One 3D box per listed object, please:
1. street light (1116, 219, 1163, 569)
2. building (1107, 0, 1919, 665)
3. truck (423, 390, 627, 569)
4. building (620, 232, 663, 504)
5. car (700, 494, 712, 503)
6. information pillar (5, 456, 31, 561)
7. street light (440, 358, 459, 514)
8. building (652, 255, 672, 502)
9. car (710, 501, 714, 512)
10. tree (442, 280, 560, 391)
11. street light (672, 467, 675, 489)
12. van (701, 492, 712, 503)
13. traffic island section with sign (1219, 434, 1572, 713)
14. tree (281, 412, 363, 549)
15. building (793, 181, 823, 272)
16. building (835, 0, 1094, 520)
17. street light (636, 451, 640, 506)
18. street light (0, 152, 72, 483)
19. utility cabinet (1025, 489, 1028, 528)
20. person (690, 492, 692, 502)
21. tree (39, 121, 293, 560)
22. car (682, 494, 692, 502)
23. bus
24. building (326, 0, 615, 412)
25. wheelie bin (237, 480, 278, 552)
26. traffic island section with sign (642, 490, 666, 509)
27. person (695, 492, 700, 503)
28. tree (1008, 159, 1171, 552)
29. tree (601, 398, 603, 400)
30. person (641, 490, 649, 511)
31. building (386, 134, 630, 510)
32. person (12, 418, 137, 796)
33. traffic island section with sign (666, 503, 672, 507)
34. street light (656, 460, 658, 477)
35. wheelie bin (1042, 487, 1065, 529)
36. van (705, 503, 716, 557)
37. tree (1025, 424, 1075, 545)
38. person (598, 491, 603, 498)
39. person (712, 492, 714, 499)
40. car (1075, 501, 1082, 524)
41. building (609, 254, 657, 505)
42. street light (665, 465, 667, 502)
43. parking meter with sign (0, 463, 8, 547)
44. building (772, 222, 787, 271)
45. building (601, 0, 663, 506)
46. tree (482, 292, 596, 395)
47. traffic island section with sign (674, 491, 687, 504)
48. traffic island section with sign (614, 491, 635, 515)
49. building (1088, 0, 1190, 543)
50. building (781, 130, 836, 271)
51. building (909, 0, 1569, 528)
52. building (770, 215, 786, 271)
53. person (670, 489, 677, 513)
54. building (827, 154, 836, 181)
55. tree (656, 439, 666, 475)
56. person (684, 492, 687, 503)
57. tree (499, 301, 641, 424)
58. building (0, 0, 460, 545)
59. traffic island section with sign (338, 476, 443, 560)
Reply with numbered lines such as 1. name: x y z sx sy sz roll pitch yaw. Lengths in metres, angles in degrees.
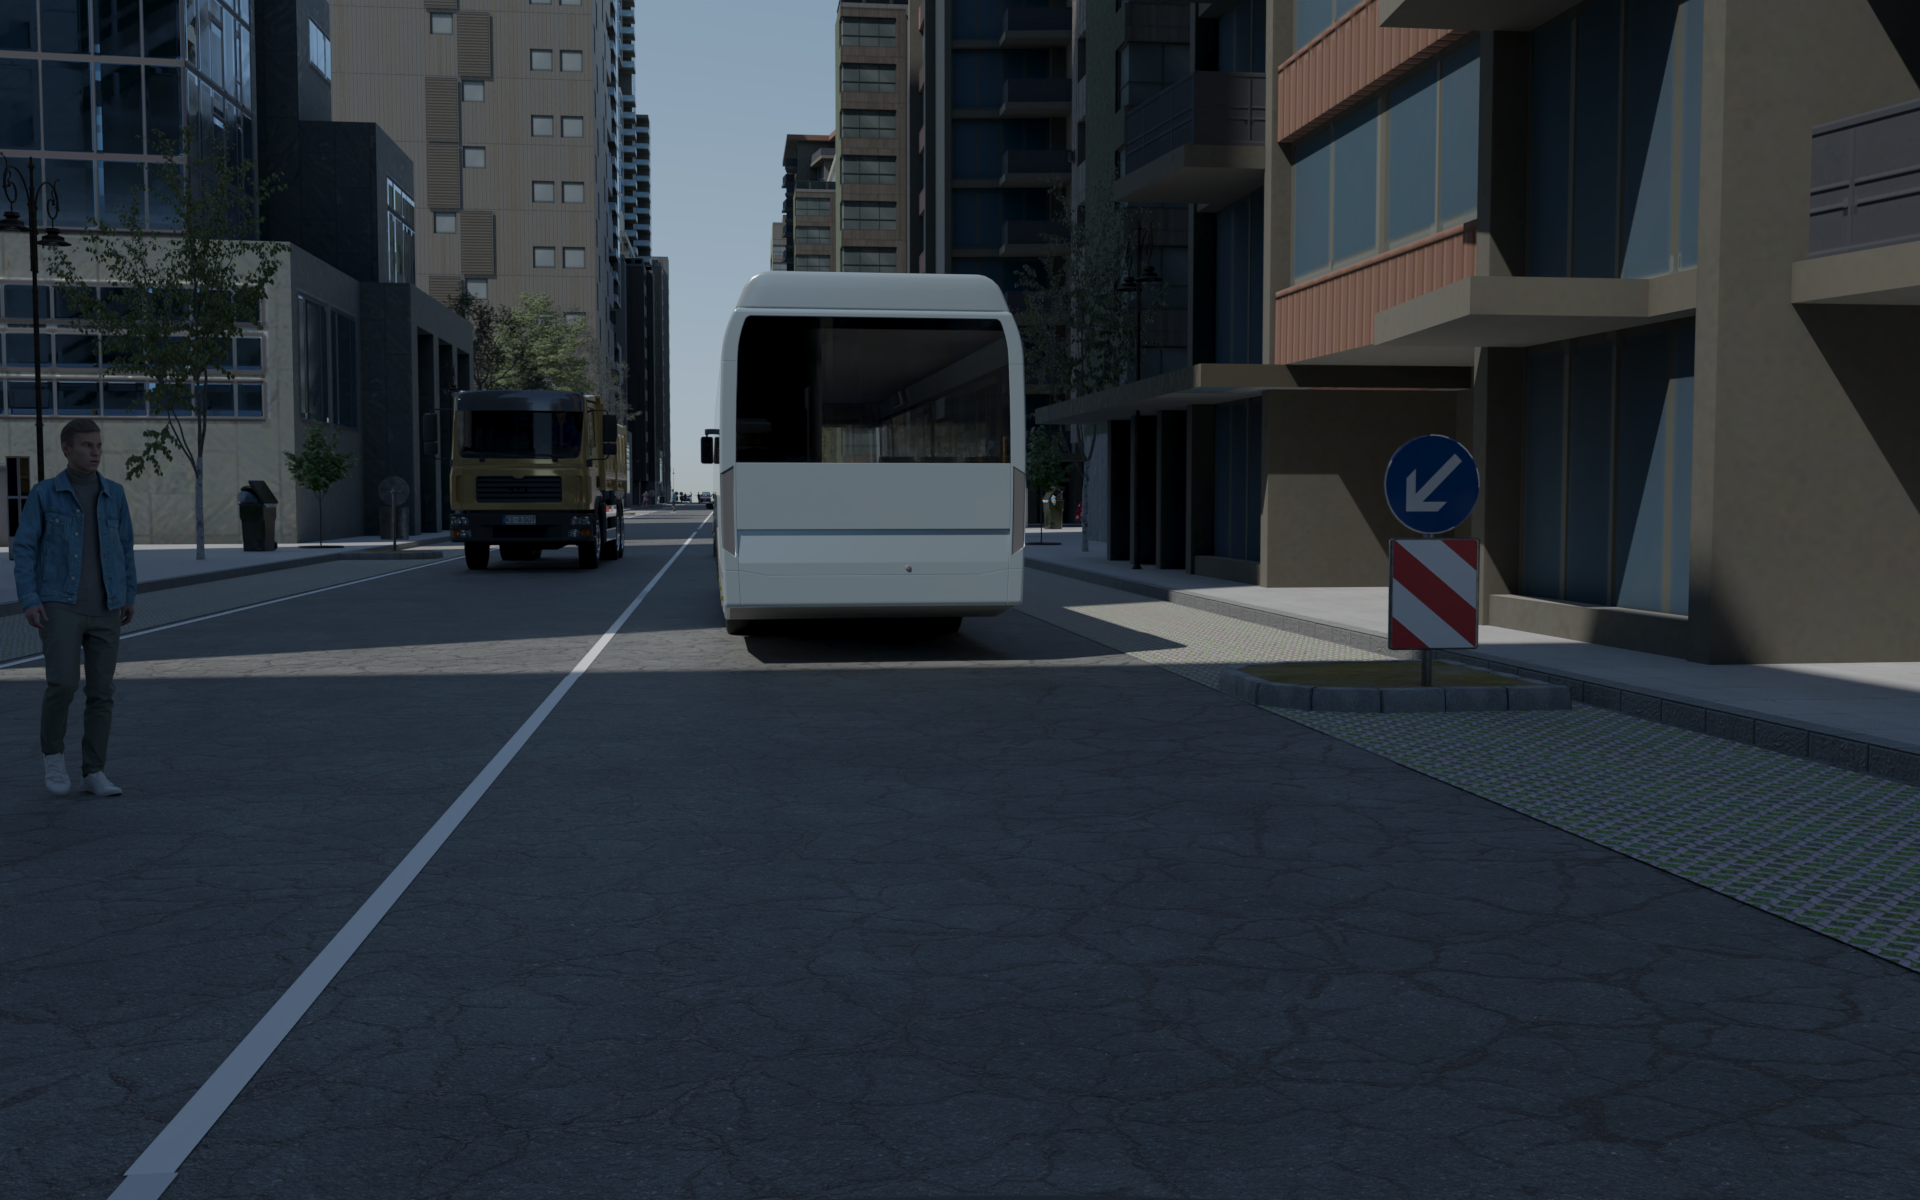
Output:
1. street light: 3.022 -3.463 29.402 0.468 5.910 1.993 0 4 -8
2. building: 14.048 -22.416 21.130 22.147 44.769 28.867 0 4 -8
3. truck: -8.428 -2.406 35.260 3.469 3.379 9.791 0 4 -7
4. building: -57.611 -33.399 237.948 32.217 40.220 23.993 0 4 -8
5. car: -39.748 -15.944 269.719 2.155 1.783 4.494 0 4 -8
6. information pillar: -18.195 -1.774 33.498 0.304 2.012 0.304 1 4 14
7. street light: -17.339 -5.275 59.040 0.468 5.910 1.993 0 4 -8
8. building: -55.719 -37.033 289.081 14.154 41.232 14.086 0 4 -8
9. car: -10.562 -4.313 80.110 1.945 1.707 3.694 -1 4 -9
10. tree: -21.004 -8.682 76.356 7.601 10.594 8.767 0 4 -2
11. street light: -49.636 -20.027 300.229 0.468 5.910 1.993 0 4 -8
12. van: -41.340 -16.819 282.001 2.013 2.044 4.112 -1 4 -9
13. traffic island section with sign: 2.922 -0.220 12.227 1.989 1.847 2.006 0 4 -8
14. tree: -15.349 -2.849 41.184 1.663 3.219 1.824 0 3 0
15. building: -8.628 -23.924 162.853 14.160 30.474 14.107 0 4 -8
16. building: -0.574 -20.345 104.343 14.160 30.474 14.107 0 4 -8
17. street light: -33.852 -12.802 182.102 0.468 5.910 1.993 0 4 -8
18. street light: -12.719 -3.125 23.886 0.468 5.910 1.993 0 4 -8
19. utility cabinet: 1.932 -3.438 64.895 1.173 1.500 0.318 1 4 17
20. person: -46.934 -17.928 301.482 0.599 1.838 0.709 0 4 7
21. tree: -15.128 -5.099 33.738 4.737 8.622 4.395 0 3 0
22. car: -46.731 -17.320 295.181 2.014 1.417 4.499 0 4 -8
23. bus: -1.667 -1.598 20.979 2.948 3.499 13.247 -1 4 -8
24. building: -45.603 -34.661 155.944 28.713 52.752 27.495 0 4 -8
25. wheelie bin: -15.766 -1.891 38.828 0.693 1.594 0.980 0 4 8
26. traffic island section with sign: -30.183 -9.870 170.007 1.989 1.847 2.006 0 4 -8
27. person: -40.060 -15.621 264.433 0.750 1.759 0.617 -2 4 -35
28. tree: 2.772 -5.401 38.665 4.360 8.622 3.978 0 3 0
29. tree: -27.493 -11.017 130.497 4.360 8.622 3.978 0 3 0
30. person: -27.252 -8.623 149.933 0.683 1.767 0.568 -1 4 -17
31. building: -46.405 -53.308 184.259 22.319 86.520 31.000 0 4 -8
32. person: -4.176 0.039 8.207 0.444 1.785 0.601 3 5 43
33. traffic island section with sign: -33.792 -11.514 196.888 1.989 1.847 2.006 0 4 -8
34. street light: -40.277 -15.722 229.843 0.468 5.910 1.993 0 4 -8
35. wheelie bin: 3.398 -3.371 63.028 0.693 1.594 0.980 -1 4 -18
36. van: -4.983 -2.065 40.776 2.013 2.044 4.112 0 4 -8
37. tree: 2.183 -3.015 43.900 1.663 3.219 1.824 0 3 0
38. person: -10.509 -2.555 50.546 0.520 1.790 0.573 1 4 19
39. person: -41.678 -17.395 293.045 1.348 1.807 0.705 1 4 12
40. car: 6.881 -3.703 69.584 4.494 1.783 2.155 0 4 -7
41. building: -44.143 -26.745 208.983 14.160 30.474 14.107 0 4 -8
42. street light: -44.904 -17.868 264.936 0.468 5.910 1.993 0 4 -8
43. parking meter with sign: -23.033 -2.793 41.925 1.738 3.016 0.543 -2 4 -30
44. building: -21.396 -35.416 262.643 14.154 41.232 14.086 0 4 -8
45. building: -56.982 -58.231 264.745 22.319 86.520 31.000 0 4 -8
46. tree: -23.890 -10.993 97.861 7.486 12.596 7.792 0 3 0
47. traffic island section with sign: -41.111 -14.858 251.552 1.989 1.847 2.006 0 4 -8
48. traffic island section with sign: -23.391 -6.764 119.219 1.989 1.847 2.006 0 4 -8
49. building: 10.157 -17.067 50.741 14.160 30.474 14.107 0 4 -8
50. building: -10.189 -33.928 209.351 22.147 44.769 28.867 0 4 -8
51. building: 10.288 -26.230 83.480 28.867 44.769 22.147 0 4 -8
52. building: -21.329 -41.101 295.696 21.300 48.544 21.600 0 4 -8
53. person: -21.836 -7.565 132.208 0.620 1.820 0.660 1 4 12
54. building: -1.112 -30.058 183.324 32.217 40.220 23.993 0 4 -8
55. tree: -39.630 -16.564 221.179 4.737 8.622 4.395 0 3 0
56. person: -43.305 -16.124 273.051 0.541 1.710 0.530 0 4 -5
57. tree: -25.382 -12.214 110.069 12.009 13.543 11.850 0 3 0
58. building: -32.341 -45.117 50.341 31.000 86.520 22.319 0 4 -8
59. traffic island section with sign: -12.566 -1.819 38.372 1.989 1.847 2.006 0 4 -8
